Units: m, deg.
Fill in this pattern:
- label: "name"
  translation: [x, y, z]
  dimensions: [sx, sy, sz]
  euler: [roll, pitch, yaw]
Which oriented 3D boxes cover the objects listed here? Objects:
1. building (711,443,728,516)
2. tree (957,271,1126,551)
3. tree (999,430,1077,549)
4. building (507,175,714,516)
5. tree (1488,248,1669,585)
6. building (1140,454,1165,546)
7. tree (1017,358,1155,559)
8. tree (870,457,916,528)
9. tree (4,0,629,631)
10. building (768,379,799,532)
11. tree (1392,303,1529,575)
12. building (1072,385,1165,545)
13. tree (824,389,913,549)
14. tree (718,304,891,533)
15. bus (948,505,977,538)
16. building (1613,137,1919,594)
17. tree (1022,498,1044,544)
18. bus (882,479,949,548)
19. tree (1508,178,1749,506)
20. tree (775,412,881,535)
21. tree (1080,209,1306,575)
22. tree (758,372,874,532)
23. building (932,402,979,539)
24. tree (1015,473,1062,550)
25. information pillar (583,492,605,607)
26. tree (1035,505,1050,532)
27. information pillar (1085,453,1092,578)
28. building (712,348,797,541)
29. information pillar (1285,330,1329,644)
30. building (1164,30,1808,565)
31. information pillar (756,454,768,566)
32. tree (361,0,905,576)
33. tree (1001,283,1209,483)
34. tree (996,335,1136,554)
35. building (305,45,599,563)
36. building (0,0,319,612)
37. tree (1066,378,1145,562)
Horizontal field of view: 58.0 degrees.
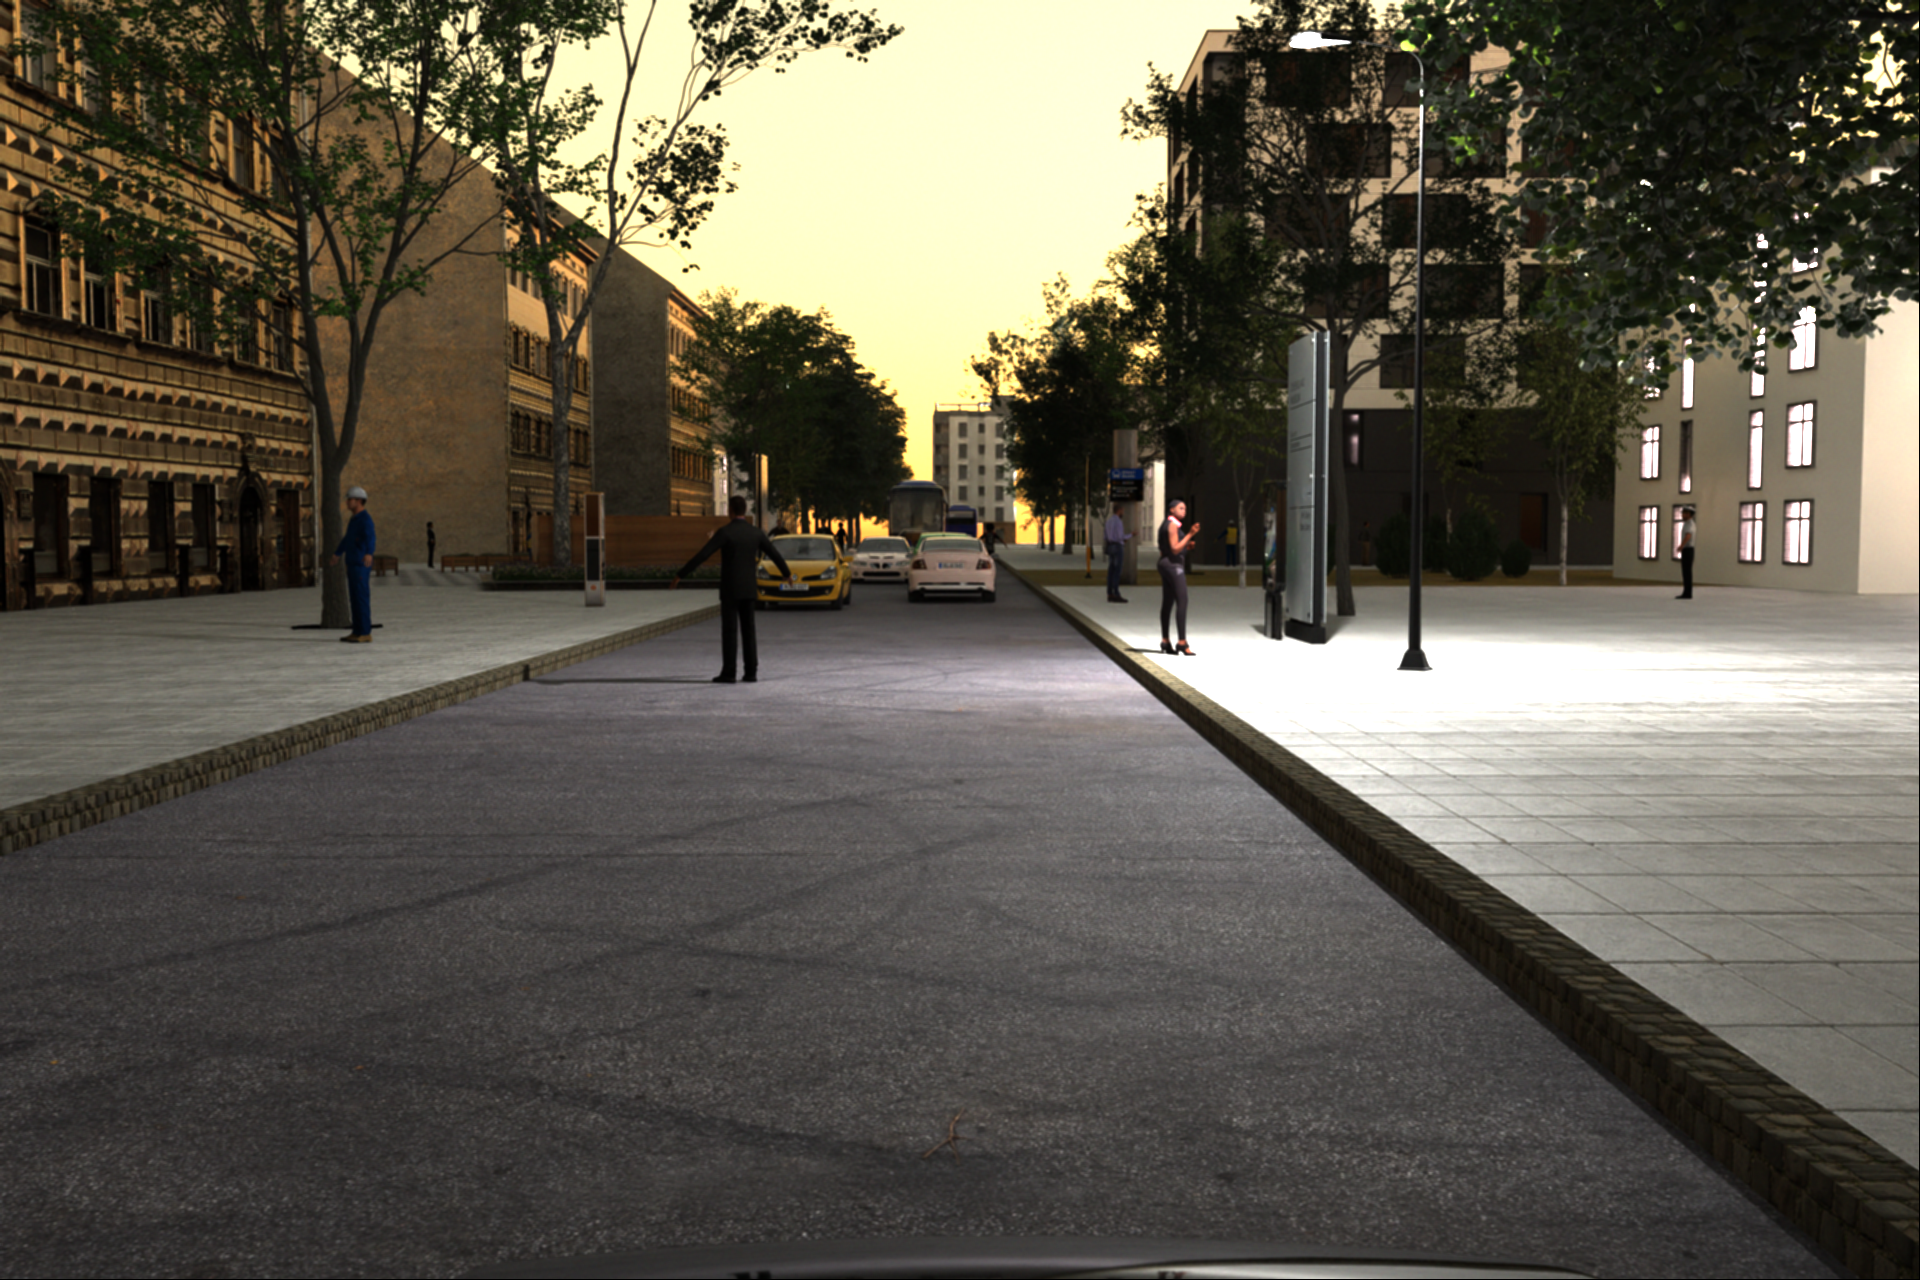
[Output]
- label: "building"
  translation: [-26.655, -13.724, 166.536]
  dimensions: [9.099, 9.664, 28.070]
  euler: [0, 4, 1]
- label: "tree"
  translation: [6.202, -16.607, 127.419]
  dimensions: [12.611, 20.169, 13.585]
  euler: [0, 3, 0]
- label: "tree"
  translation: [7.144, -13.585, 147.877]
  dimensions: [9.928, 11.665, 9.643]
  euler: [0, 3, 0]
- label: "building"
  translation: [-27.024, -17.366, 114.857]
  dimensions: [19.493, 23.208, 18.063]
  euler: [0, 4, 0]
- label: "tree"
  translation: [15.329, -5.670, 43.060]
  dimensions: [4.737, 8.622, 4.395]
  euler: [0, 3, 0]
- label: "building"
  translation: [24.759, -14.638, 181.475]
  dimensions: [9.099, 9.664, 28.070]
  euler: [0, 4, 1]
- label: "tree"
  translation: [6.339, -9.375, 87.701]
  dimensions: [7.601, 10.594, 8.767]
  euler: [0, 4, 7]
- label: "tree"
  translation: [-8.839, -19.407, 235.432]
  dimensions: [7.486, 12.596, 7.792]
  euler: [0, 3, 0]
- label: "tree"
  translation: [-8.423, -5.969, 23.348]
  dimensions: [9.928, 11.665, 9.643]
  euler: [0, 3, 0]
- label: "building"
  translation: [-25.435, -21.370, 205.827]
  dimensions: [16.016, 20.090, 11.380]
  euler: [0, 4, 0]
- label: "tree"
  translation: [15.395, -6.340, 54.022]
  dimensions: [4.737, 8.622, 4.395]
  euler: [0, 3, 0]
- label: "building"
  translation: [22.684, -21.220, 213.405]
  dimensions: [16.747, 18.905, 31.486]
  euler: [0, 4, 0]
- label: "tree"
  translation: [-8.927, -14.810, 148.801]
  dimensions: [9.857, 13.997, 8.962]
  euler: [0, 3, 0]
- label: "tree"
  translation: [-8.597, -11.508, 94.809]
  dimensions: [9.857, 13.997, 8.962]
  euler: [0, 3, 0]
- label: "bus"
  translation: [0.021, -9.552, 147.714]
  dimensions: [2.896, 3.916, 12.251]
  euler: [0, 4, -1]
- label: "building"
  translation: [23.729, -5.798, 36.952]
  dimensions: [9.099, 9.664, 28.070]
  euler: [0, 4, 0]
- label: "tree"
  translation: [11.027, -17.298, 233.180]
  dimensions: [4.360, 8.622, 3.978]
  euler: [0, 3, 0]
- label: "bus"
  translation: [-1.908, -5.514, 81.695]
  dimensions: [2.896, 3.916, 12.251]
  euler: [0, 4, 0]
- label: "tree"
  translation: [23.725, -9.362, 59.723]
  dimensions: [9.857, 13.997, 8.962]
  euler: [0, 3, 0]
- label: "tree"
  translation: [-8.843, -11.604, 115.474]
  dimensions: [9.928, 11.665, 9.643]
  euler: [0, 3, 0]
- label: "tree"
  translation: [7.354, -7.897, 54.870]
  dimensions: [9.928, 11.665, 9.643]
  euler: [0, 3, 0]
- label: "tree"
  translation: [-8.839, -10.990, 105.440]
  dimensions: [9.928, 11.665, 9.643]
  euler: [0, 3, 0]
- label: "building"
  translation: [-3.547, -23.253, 239.059]
  dimensions: [11.380, 20.090, 16.016]
  euler: [0, 4, -1]
- label: "tree"
  translation: [6.435, -11.693, 141.535]
  dimensions: [4.737, 8.622, 4.395]
  euler: [0, 3, 0]
- label: "information pillar"
  translation: [-6.479, -1.604, 30.711]
  dimensions: [0.304, 2.012, 0.304]
  euler: [0, 4, 0]
- label: "tree"
  translation: [12.272, -17.606, 238.213]
  dimensions: [4.737, 8.622, 4.395]
  euler: [0, 3, 0]
- label: "information pillar"
  translation: [3.731, -3.607, 50.328]
  dimensions: [0.183, 3.616, 0.504]
  euler: [0, 4, -1]
- label: "building"
  translation: [-28.324, -22.042, 191.320]
  dimensions: [19.493, 23.208, 18.063]
  euler: [0, 4, 0]
- label: "information pillar"
  translation: [4.173, -1.807, 20.868]
  dimensions: [0.184, 3.620, 1.656]
  euler: [0, 4, 0]
- label: "building"
  translation: [23.965, -14.856, 86.869]
  dimensions: [27.936, 21.610, 32.646]
  euler: [0, 3, 0]
- label: "information pillar"
  translation: [-5.905, -3.694, 51.711]
  dimensions: [0.184, 3.620, 1.656]
  euler: [0, 4, -1]
- label: "tree"
  translation: [-8.044, -11.200, 39.015]
  dimensions: [12.611, 20.169, 13.585]
  euler: [0, 3, 0]
- label: "tree"
  translation: [5.827, -7.961, 64.568]
  dimensions: [7.601, 10.594, 8.767]
  euler: [2, 4, 34]
- label: "tree"
  translation: [6.810, -12.408, 109.524]
  dimensions: [9.857, 13.997, 8.962]
  euler: [0, 3, 0]
- label: "building"
  translation: [-29.225, -15.535, 84.923]
  dimensions: [19.493, 23.208, 18.063]
  euler: [0, 4, 0]
- label: "building"
  translation: [-24.902, -12.326, 32.466]
  dimensions: [19.493, 23.208, 18.063]
  euler: [0, 4, 0]
- label: "tree"
  translation: [6.524, -7.858, 78.835]
  dimensions: [4.360, 8.622, 3.978]
  euler: [0, 3, 0]
